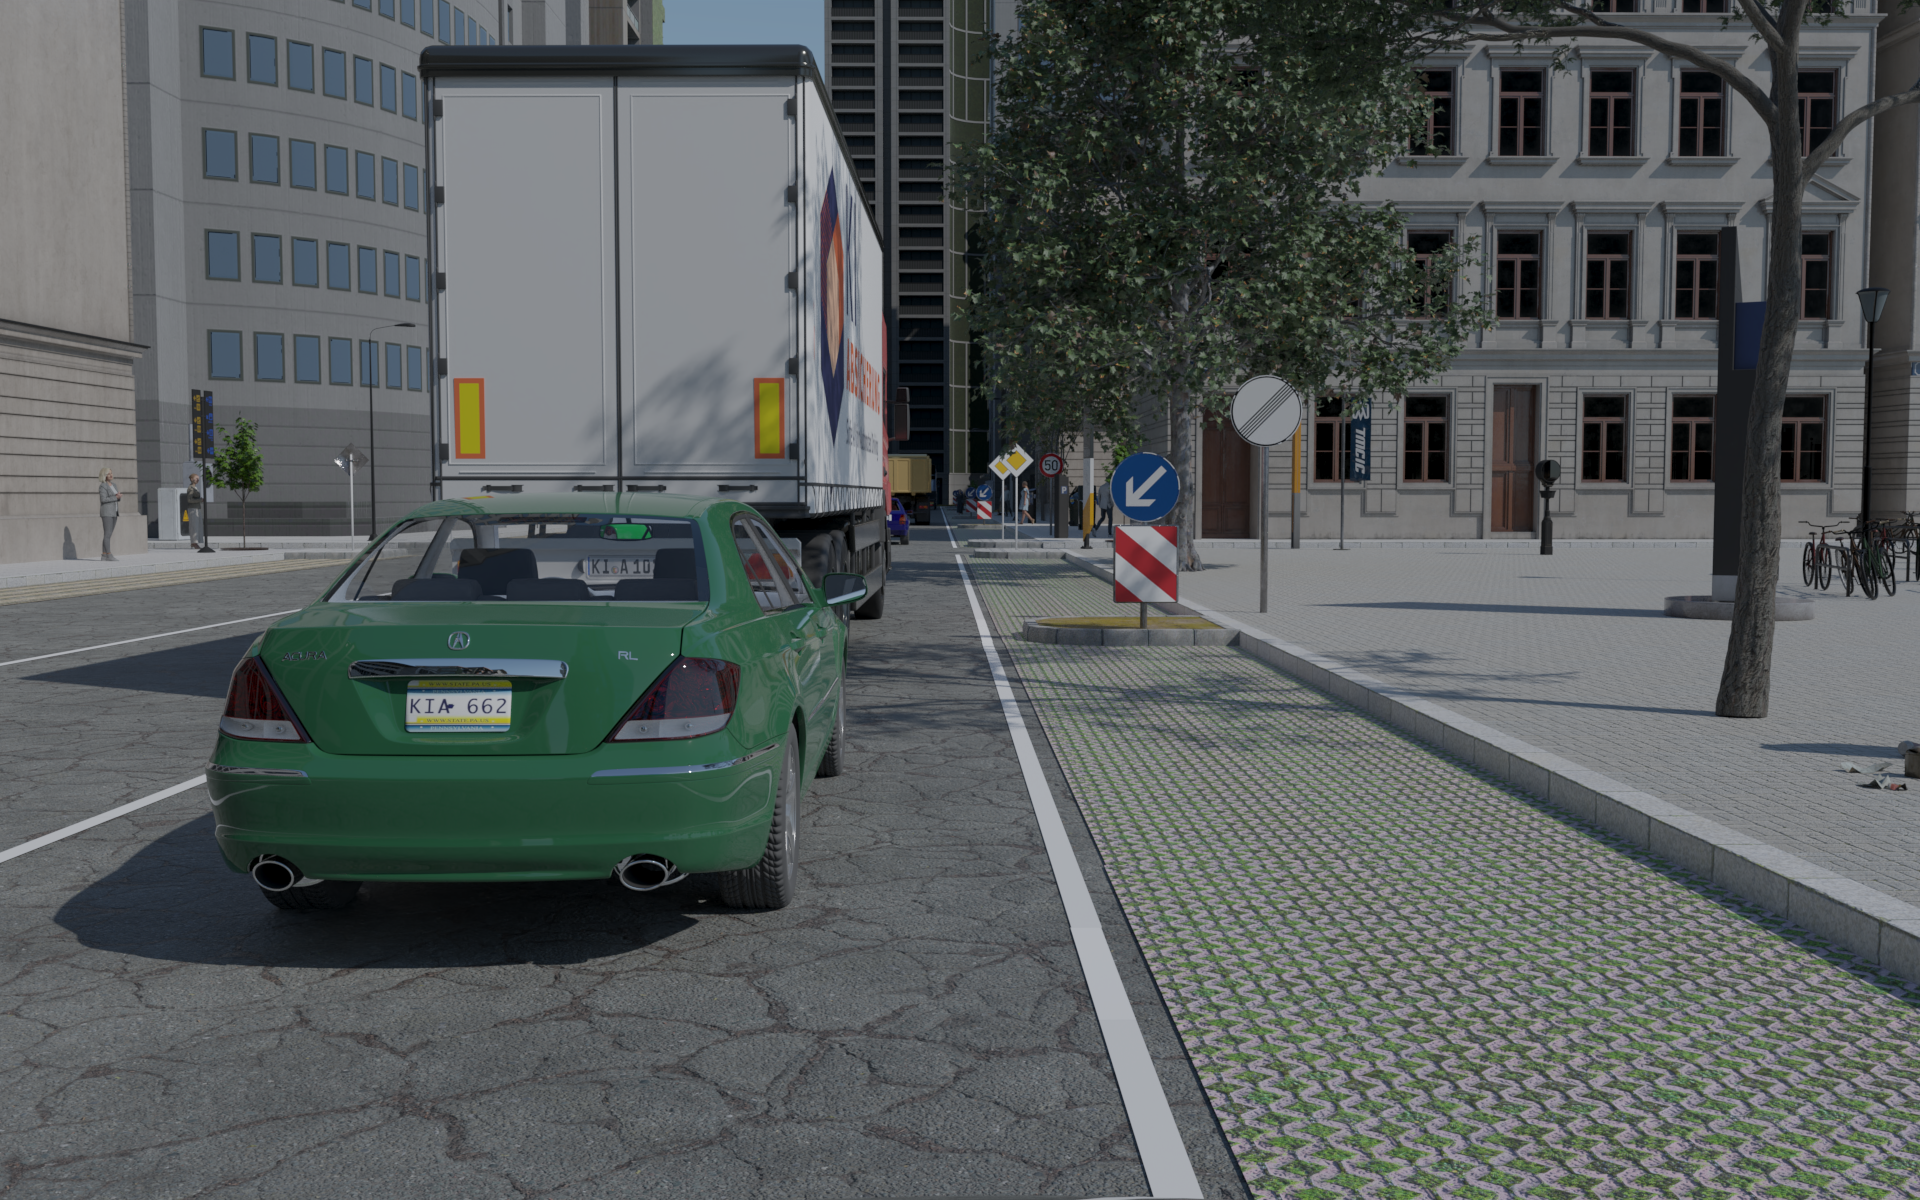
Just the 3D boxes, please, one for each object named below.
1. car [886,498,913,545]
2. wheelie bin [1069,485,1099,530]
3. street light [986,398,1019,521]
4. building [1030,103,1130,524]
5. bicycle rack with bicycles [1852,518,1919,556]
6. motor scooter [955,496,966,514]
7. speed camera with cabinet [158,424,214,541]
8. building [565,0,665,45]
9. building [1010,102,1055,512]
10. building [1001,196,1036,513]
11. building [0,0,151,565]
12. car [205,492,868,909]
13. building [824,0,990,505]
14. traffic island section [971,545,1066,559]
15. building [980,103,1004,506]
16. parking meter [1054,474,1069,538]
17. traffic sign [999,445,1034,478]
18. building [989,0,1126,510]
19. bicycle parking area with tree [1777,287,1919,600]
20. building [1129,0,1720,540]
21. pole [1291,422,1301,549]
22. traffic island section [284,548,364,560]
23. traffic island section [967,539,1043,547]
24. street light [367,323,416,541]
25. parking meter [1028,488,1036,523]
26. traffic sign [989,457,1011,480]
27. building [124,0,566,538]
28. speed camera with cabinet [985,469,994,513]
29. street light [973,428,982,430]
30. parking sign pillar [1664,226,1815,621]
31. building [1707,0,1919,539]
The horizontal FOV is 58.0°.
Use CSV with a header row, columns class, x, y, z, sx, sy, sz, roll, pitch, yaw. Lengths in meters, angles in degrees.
class,x,y,z,sx,sy,sz,roll,pitch,yaw
car,-2.335,-2.299,50.165,1.945,1.354,3.894,0,4,-2
wheelie bin,4.502,-3.298,61.837,0.980,1.594,0.693,0,3,0
street light,2.142,-6.773,83.286,1.470,5.913,1.316,0,4,-1
building,8.691,-13.330,82.567,10.561,19.102,19.286,0,4,-1
bicycle rack with bicycles,20.182,-1.420,36.593,2.852,0.926,2.925,-2,4,-28
motor scooter,0.050,-6.964,126.641,0.815,1.314,1.986,0,4,0
speed camera with cabinet,-21.598,-3.302,48.319,0.660,3.252,2.038,0,4,4
building,-26.647,-26.057,109.632,14.154,41.232,14.086,0,4,-1
building,10.728,-21.983,131.119,14.160,30.474,14.107,0,4,-1
building,10.084,-17.653,107.695,14.314,24.678,30.058,0,4,-1
building,-26.546,-10.237,32.003,19.286,19.102,10.561,0,4,-1
car,-1.488,0.268,7.414,2.131,1.459,4.920,0,4,0
building,-5.967,-47.544,215.597,20.611,71.187,20.563,0,4,-1
traffic island section,1.326,-1.054,39.518,2.009,0.180,2.903,0,4,-1
building,14.211,-34.344,181.137,23.786,49.044,30.456,0,4,-1
parking meter,2.948,-2.722,50.215,0.399,1.863,0.255,-2,4,-35
traffic sign,1.302,-2.278,39.435,0.795,2.593,0.064,0,4,-1
building,13.088,-37.273,151.417,21.231,58.520,28.212,0,4,-1
bicycle parking area with tree,15.139,-2.227,23.422,8.231,4.147,9.016,2,4,28
building,15.555,-13.271,53.144,21.152,22.565,11.583,0,4,-1
pole,7.877,-2.859,40.583,0.158,3.312,0.155,0,3,0
traffic island section,-13.814,-1.042,39.317,2.009,0.180,2.903,0,4,-1
traffic island section,1.217,-1.543,47.502,2.009,0.180,2.903,0,4,-1
street light,-15.434,-4.556,47.037,1.470,5.913,1.316,0,4,-1
parking meter,3.145,-4.115,75.696,0.372,1.533,0.369,0,3,0
traffic sign,1.194,-2.766,47.419,0.795,2.593,0.064,0,4,-1
building,-27.831,-31.830,62.416,21.231,58.520,28.212,0,4,-1
speed camera with cabinet,1.979,-7.492,116.835,0.660,3.252,2.038,0,4,2
street light,1.593,-9.175,122.547,1.470,5.913,1.316,0,4,-1
parking sign pillar,8.160,-1.809,18.045,1.447,3.967,1.447,2,4,28
building,36.699,-13.316,53.869,21.152,22.565,11.583,0,4,-1
